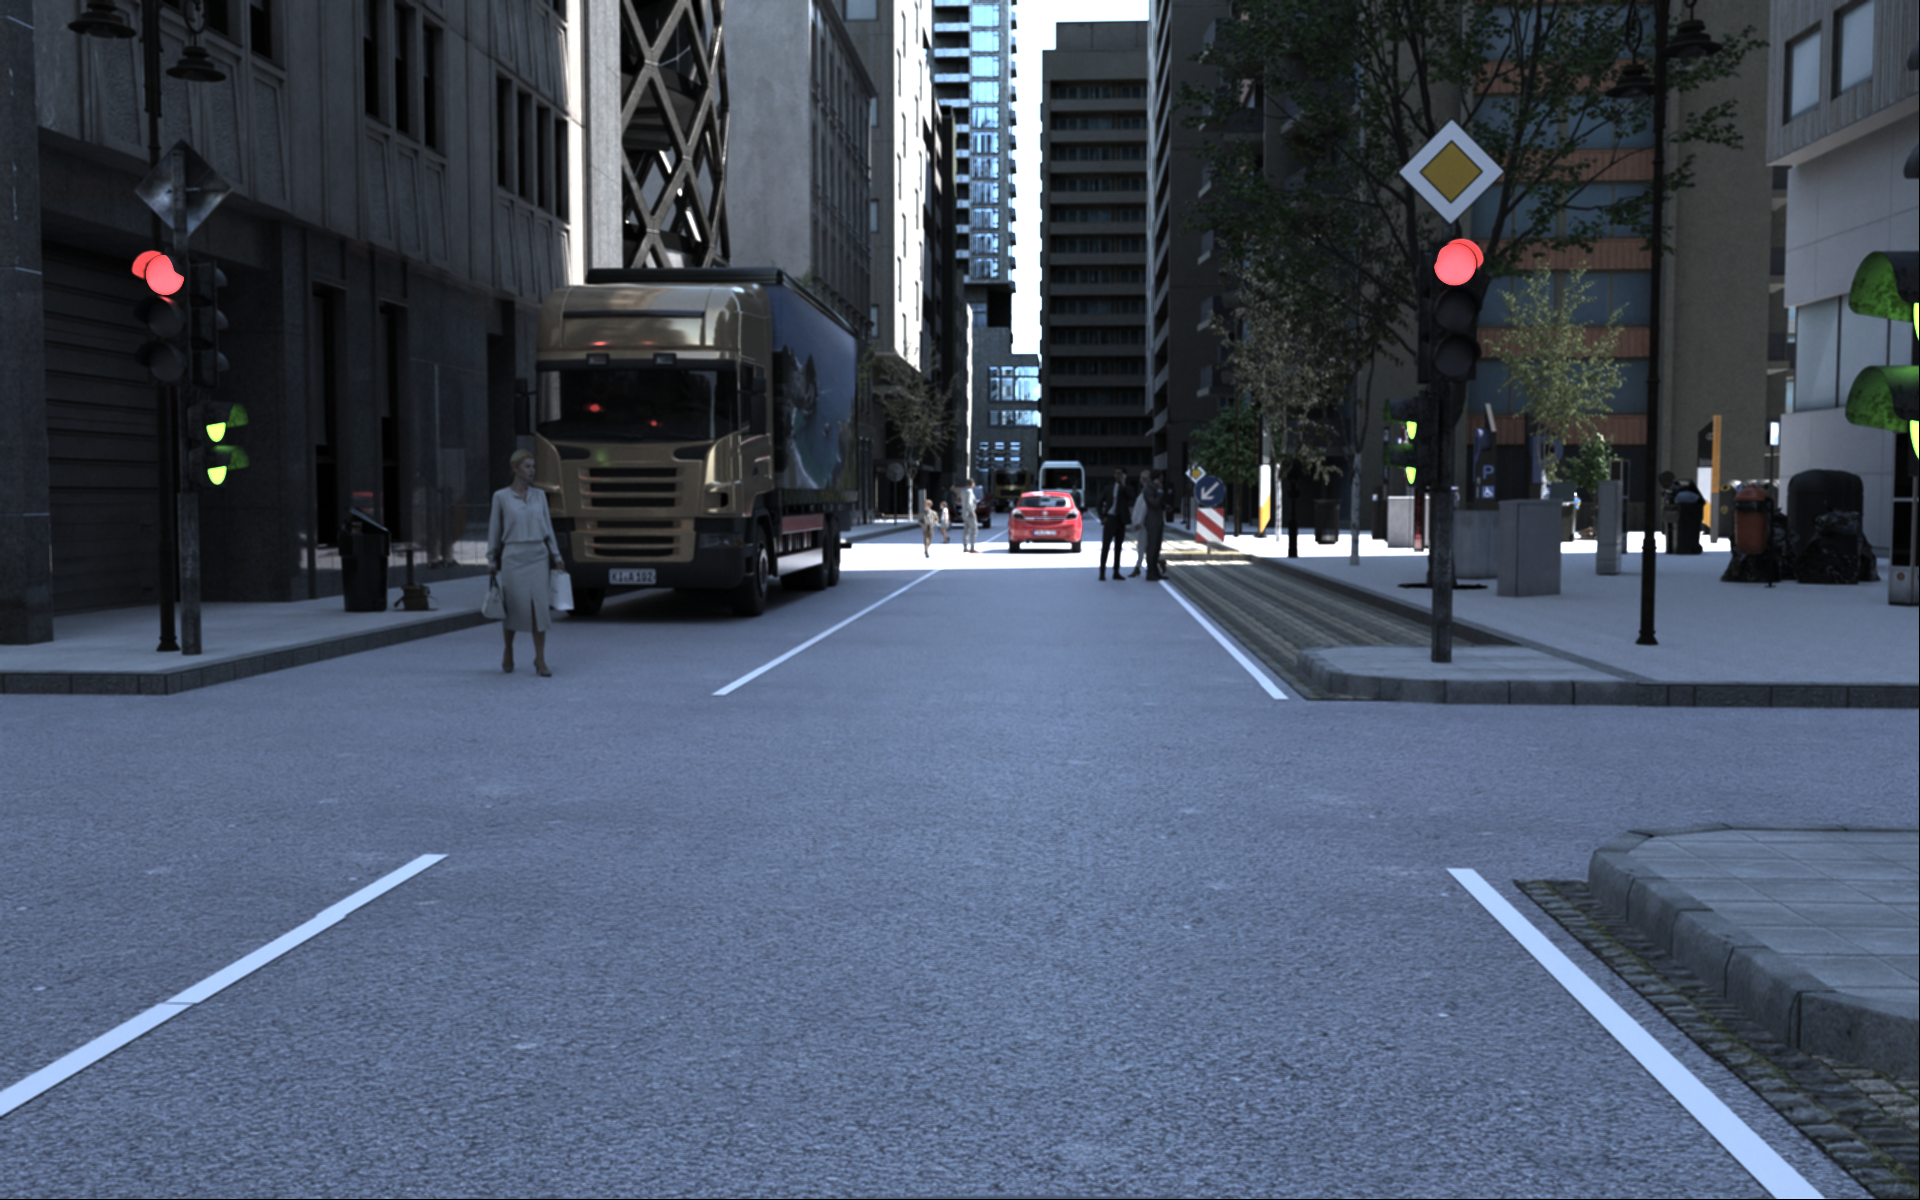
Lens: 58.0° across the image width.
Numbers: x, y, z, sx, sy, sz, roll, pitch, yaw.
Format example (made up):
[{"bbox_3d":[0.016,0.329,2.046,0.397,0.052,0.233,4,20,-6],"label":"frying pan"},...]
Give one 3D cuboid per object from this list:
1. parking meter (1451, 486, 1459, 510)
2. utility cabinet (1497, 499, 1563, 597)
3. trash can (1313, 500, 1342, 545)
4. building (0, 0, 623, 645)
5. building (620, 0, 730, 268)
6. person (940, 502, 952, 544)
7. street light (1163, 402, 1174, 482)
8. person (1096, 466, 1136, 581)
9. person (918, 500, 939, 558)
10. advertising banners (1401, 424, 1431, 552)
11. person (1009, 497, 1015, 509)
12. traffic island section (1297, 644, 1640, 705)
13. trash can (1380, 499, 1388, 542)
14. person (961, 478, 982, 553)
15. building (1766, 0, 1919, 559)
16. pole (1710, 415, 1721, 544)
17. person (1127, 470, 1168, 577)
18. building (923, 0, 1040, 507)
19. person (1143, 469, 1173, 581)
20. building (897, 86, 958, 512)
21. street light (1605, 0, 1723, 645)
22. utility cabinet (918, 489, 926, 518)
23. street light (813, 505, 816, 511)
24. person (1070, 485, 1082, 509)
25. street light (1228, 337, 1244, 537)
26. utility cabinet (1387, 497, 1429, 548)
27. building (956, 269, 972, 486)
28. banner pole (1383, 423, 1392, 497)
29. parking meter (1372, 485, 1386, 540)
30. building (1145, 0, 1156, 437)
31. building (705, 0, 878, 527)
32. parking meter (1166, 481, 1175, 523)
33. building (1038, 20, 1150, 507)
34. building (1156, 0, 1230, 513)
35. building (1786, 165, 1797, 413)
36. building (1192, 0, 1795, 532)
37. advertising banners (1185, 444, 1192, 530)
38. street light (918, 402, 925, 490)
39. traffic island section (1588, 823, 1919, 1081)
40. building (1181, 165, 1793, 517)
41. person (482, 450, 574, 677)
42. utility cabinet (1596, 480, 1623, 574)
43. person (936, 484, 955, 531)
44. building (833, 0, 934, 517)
[{"bbox_3d":[15.516,-2.822,54.547,0.372,1.533,0.369,0,3,0],"label":"parking meter"},{"bbox_3d":[7.206,-0.657,21.908,1.020,1.237,0.306,-3,5,-40],"label":"utility cabinet"},{"bbox_3d":[9.328,-1.980,44.030,0.748,1.137,0.748,0,3,0],"label":"trash can"},{"bbox_3d":[-13.275,-12.612,24.232,12.078,24.808,19.932,0,4,4],"label":"building"},{"bbox_3d":[-14.507,-10.750,43.210,16.820,18.784,16.811,0,4,4],"label":"building"},{"bbox_3d":[-0.383,-2.197,49.436,0.382,1.210,0.505,0,4,-8],"label":"person"},{"bbox_3d":[10.504,-7.008,87.371,0.468,5.910,1.993,0,4,4],"label":"street light"},{"bbox_3d":[2.612,-1.288,28.917,0.648,1.900,0.474,-1,4,-10],"label":"person"},{"bbox_3d":[-0.703,-1.595,38.844,0.475,1.303,0.640,-1,4,-18],"label":"person"},{"bbox_3d":[10.307,-2.604,38.769,0.090,3.025,2.074,-1,4,-10],"label":"advertising banners"},{"bbox_3d":[2.611,-4.501,86.369,0.394,1.301,0.425,-3,4,-36],"label":"person"},{"bbox_3d":[3.701,0.553,13.240,2.009,0.180,2.903,0,4,4],"label":"traffic island section"},{"bbox_3d":[11.972,-2.208,47.752,0.748,1.137,0.748,0,3,0],"label":"trash can"},{"bbox_3d":[0.226,-2.039,41.939,0.391,1.810,0.635,-2,4,-28],"label":"person"},{"bbox_3d":[30.156,-26.570,23.666,27.495,52.752,28.713,0,4,4],"label":"building"},{"bbox_3d":[19.531,-3.115,44.774,0.158,3.312,0.155,0,3,0],"label":"pole"},{"bbox_3d":[3.263,-1.319,29.948,0.818,1.842,0.514,-1,4,-16],"label":"person"},{"bbox_3d":[-6.999,-53.245,183.223,31.000,86.520,22.319,0,4,4],"label":"building"},{"bbox_3d":[3.300,-1.250,28.744,0.447,1.846,0.655,2,4,24],"label":"person"},{"bbox_3d":[-7.673,-21.523,123.601,14.160,30.474,14.107,0,4,4],"label":"building"},{"bbox_3d":[5.867,-2.558,14.614,0.468,5.910,1.993,0,4,4],"label":"street light"},{"bbox_3d":[-1.775,-4.394,80.520,0.318,1.500,1.173,0,4,1],"label":"utility cabinet"},{"bbox_3d":[-4.267,-4.770,50.782,0.468,5.910,1.993,0,4,4],"label":"street light"},{"bbox_3d":[4.735,-3.883,72.168,0.661,1.801,0.590,3,5,44],"label":"person"},{"bbox_3d":[8.184,-4.792,51.133,0.468,5.910,1.993,0,4,4],"label":"street light"},{"bbox_3d":[10.694,-1.837,41.190,1.020,1.237,0.306,1,4,16],"label":"utility cabinet"},{"bbox_3d":[-14.162,-18.721,151.120,28.899,21.520,27.650,0,4,4],"label":"building"},{"bbox_3d":[13.892,-4.053,56.279,0.401,3.779,0.863,0,4,-6],"label":"banner pole"},{"bbox_3d":[11.800,-2.470,48.800,0.372,1.533,0.369,0,3,0],"label":"parking meter"},{"bbox_3d":[29.930,-34.146,147.532,28.713,52.752,27.495,0,4,4],"label":"building"},{"bbox_3d":[-8.998,-13.307,66.718,9.793,20.994,18.267,0,4,4],"label":"building"},{"bbox_3d":[9.491,-4.430,78.148,0.399,1.863,0.255,0,4,4],"label":"parking meter"},{"bbox_3d":[19.186,-34.131,181.739,21.600,48.544,21.300,0,4,4],"label":"building"},{"bbox_3d":[25.089,-30.564,123.418,21.300,48.544,21.600,0,4,4],"label":"building"},{"bbox_3d":[75.125,-34.248,179.559,30.456,49.044,23.786,0,4,4],"label":"building"},{"bbox_3d":[21.553,-25.532,72.068,22.147,44.769,28.867,0,4,4],"label":"building"},{"bbox_3d":[8.150,-4.004,61.650,0.090,3.025,2.074,0,4,3],"label":"advertising banners"},{"bbox_3d":[-1.929,-7.009,87.377,0.468,5.910,1.993,0,4,4],"label":"street light"},{"bbox_3d":[3.191,1.040,5.271,2.009,0.180,2.903,0,4,4],"label":"traffic island section"},{"bbox_3d":[29.556,-24.969,100.129,32.217,40.220,23.993,0,4,4],"label":"building"},{"bbox_3d":[-3.444,-0.300,13.764,0.694,1.780,0.624,-1,4,-18],"label":"person"},{"bbox_3d":[10.455,-1.176,27.899,0.318,1.500,1.173,2,4,25],"label":"utility cabinet"},{"bbox_3d":[-0.597,-3.545,66.452,0.713,1.824,0.794,2,4,24],"label":"person"},{"bbox_3d":[-15.926,-31.401,102.643,28.713,52.752,27.495,0,4,4],"label":"building"}]
